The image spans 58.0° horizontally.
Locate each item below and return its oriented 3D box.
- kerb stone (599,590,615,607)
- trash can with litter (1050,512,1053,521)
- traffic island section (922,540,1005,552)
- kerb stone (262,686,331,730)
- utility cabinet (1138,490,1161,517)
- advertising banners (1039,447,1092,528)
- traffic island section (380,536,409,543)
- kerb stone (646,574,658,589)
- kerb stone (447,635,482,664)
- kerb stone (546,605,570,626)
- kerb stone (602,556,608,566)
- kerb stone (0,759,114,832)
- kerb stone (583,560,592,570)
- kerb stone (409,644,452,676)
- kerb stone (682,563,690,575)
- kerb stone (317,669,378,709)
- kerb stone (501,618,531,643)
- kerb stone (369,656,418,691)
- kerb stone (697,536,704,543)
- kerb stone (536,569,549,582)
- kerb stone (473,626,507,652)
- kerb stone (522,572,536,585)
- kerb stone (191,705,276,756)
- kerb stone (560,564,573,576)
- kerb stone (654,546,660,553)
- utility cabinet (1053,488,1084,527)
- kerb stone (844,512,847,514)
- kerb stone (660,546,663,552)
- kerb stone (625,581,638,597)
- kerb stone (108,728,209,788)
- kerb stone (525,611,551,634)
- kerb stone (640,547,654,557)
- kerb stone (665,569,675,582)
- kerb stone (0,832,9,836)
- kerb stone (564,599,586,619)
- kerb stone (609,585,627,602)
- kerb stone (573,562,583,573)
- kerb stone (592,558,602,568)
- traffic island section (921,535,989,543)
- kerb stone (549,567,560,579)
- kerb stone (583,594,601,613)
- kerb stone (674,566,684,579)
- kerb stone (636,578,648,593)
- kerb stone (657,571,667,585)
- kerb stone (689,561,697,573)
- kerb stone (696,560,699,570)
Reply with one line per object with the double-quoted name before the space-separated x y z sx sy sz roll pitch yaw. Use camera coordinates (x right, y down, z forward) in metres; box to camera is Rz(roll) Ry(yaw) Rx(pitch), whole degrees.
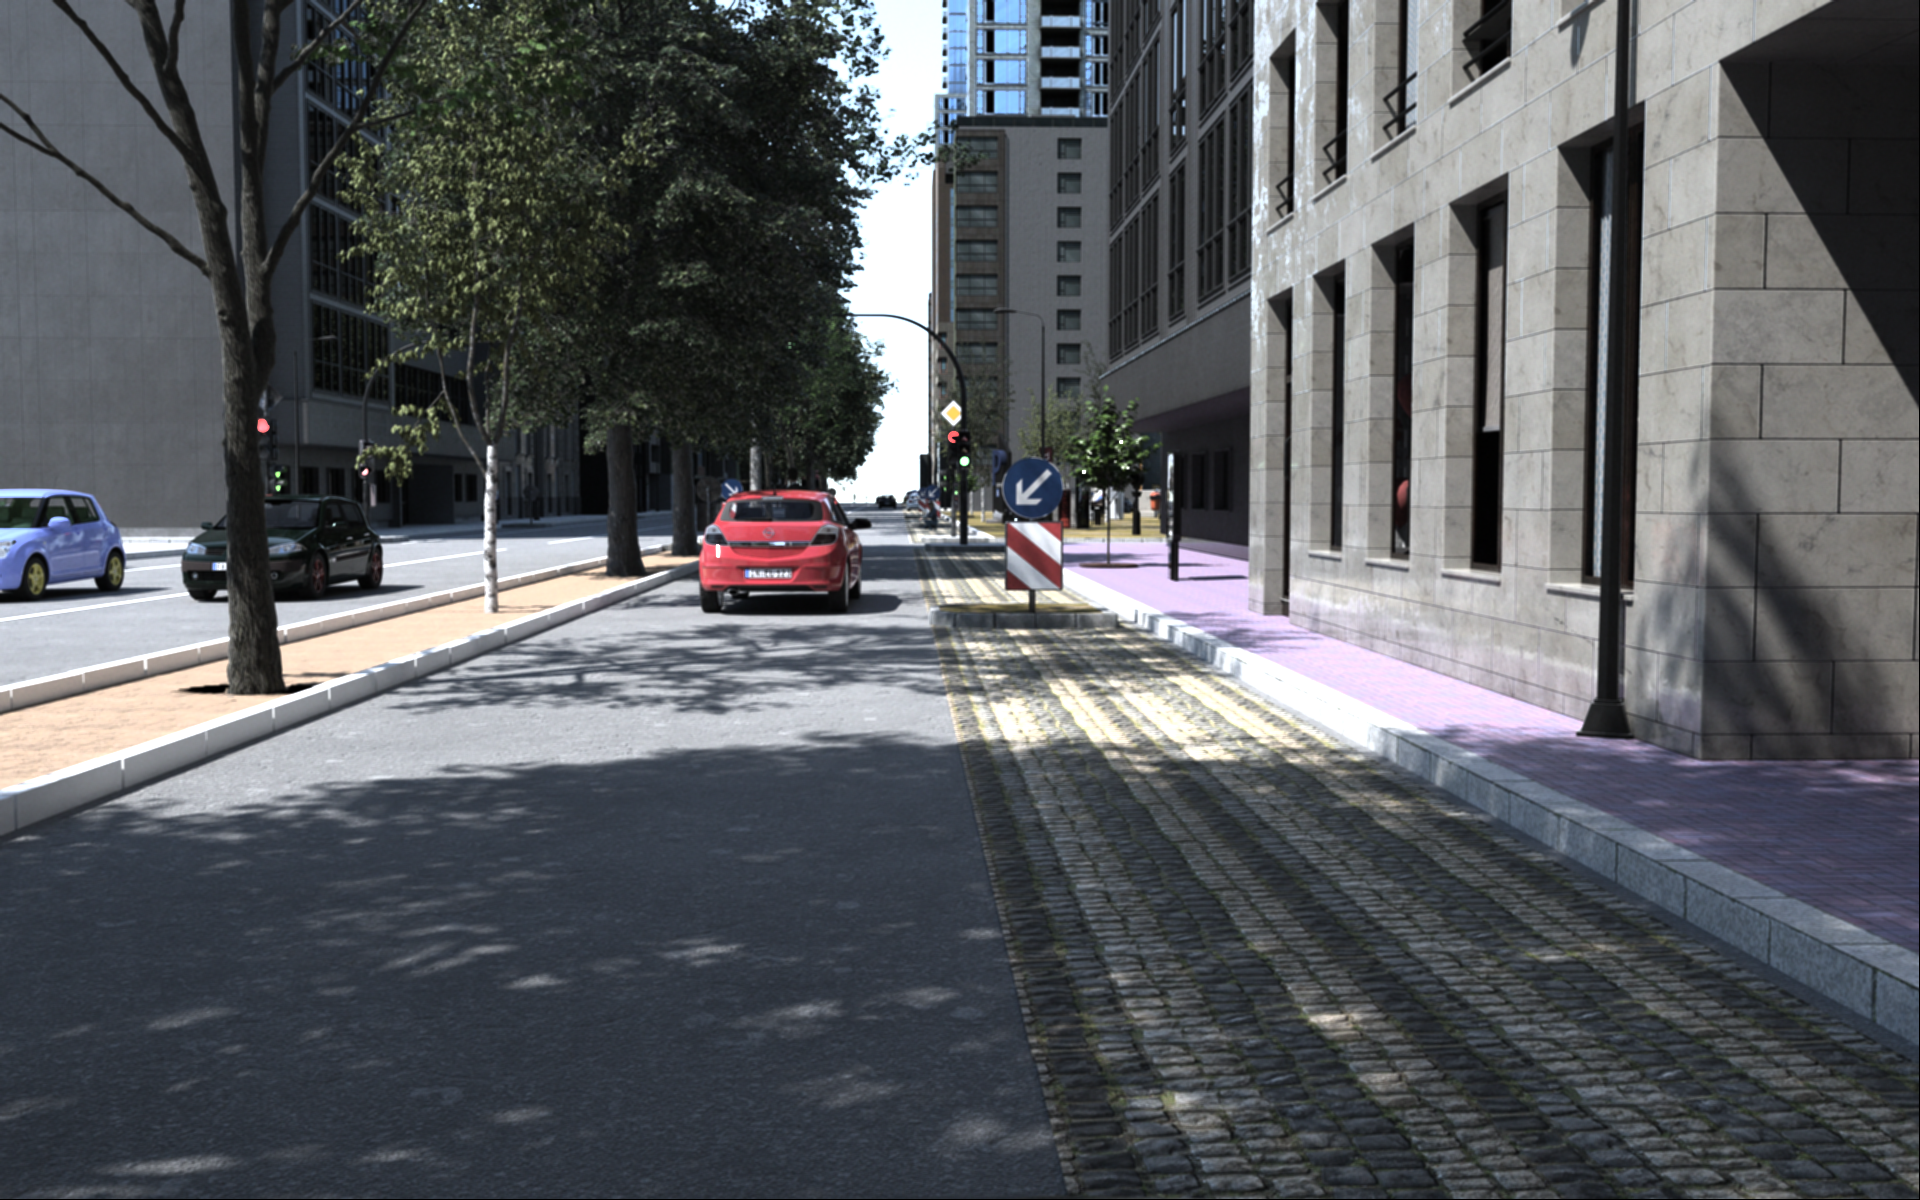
"kerb stone" -4.615 0.002 22.253 0.120 0.150 1.000 0 4 -2
"trash can with litter" 3.587 -3.409 67.120 1.055 1.170 0.624 0 4 -3
"traffic island section" 0.111 -1.329 44.005 2.009 0.180 2.903 0 4 -2
"kerb stone" -4.224 0.691 10.971 0.120 0.150 1.000 0 4 -2
"utility cabinet" 10.242 -5.237 94.311 0.318 1.500 1.173 -3 5 -41
"advertising banners" 3.941 -4.198 64.829 2.074 3.025 0.090 -1 4 -14
"traffic island section" -17.602 -1.780 51.376 2.009 0.180 2.903 0 4 -2
"kerb stone" -4.761 -0.254 26.351 0.120 0.150 1.000 0 4 -2
"kerb stone" -4.364 0.441 15.072 0.120 0.150 1.000 0 4 -2
"kerb stone" -4.506 0.186 19.168 0.120 0.150 1.000 0 4 -2
"kerb stone" -7.148 -0.753 34.499 0.120 0.150 1.000 0 4 -2
"kerb stone" -4.109 0.874 7.901 0.120 0.150 1.000 0 4 -2
"kerb stone" -7.081 -0.627 32.440 0.120 0.150 1.000 0 4 -2
"kerb stone" -4.331 0.498 14.049 0.120 0.150 1.000 0 4 -2
"kerb stone" -4.908 -0.506 30.465 0.120 0.150 1.000 0 4 -2
"kerb stone" -4.261 0.624 12.001 0.120 0.150 1.000 0 4 -2
"kerb stone" -4.429 0.310 17.120 0.120 0.150 1.000 0 4 -2
"kerb stone" -4.298 0.561 13.023 0.120 0.150 1.000 0 4 -2
"kerb stone" -7.786 -1.850 52.539 0.120 0.150 1.000 0 4 -2
"kerb stone" -6.932 -0.376 28.349 0.120 0.150 1.000 0 4 -2
"kerb stone" -4.404 0.375 16.095 0.120 0.150 1.000 0 4 -2
"kerb stone" -6.898 -0.314 27.328 0.120 0.150 1.000 0 4 -2
"kerb stone" -4.187 0.753 9.944 0.120 0.150 1.000 0 4 -2
"kerb stone" -6.999 -0.501 30.393 0.120 0.150 1.000 0 4 -2
"kerb stone" -7.412 -1.191 41.663 0.120 0.150 1.000 0 4 -2
"utility cabinet" 4.113 -3.494 65.799 1.173 1.500 0.318 0 4 2
"kerb stone" -8.259 -6.303 125.262 0.120 0.150 1.000 0 4 -2
"kerb stone" -7.434 -1.253 42.685 0.120 0.150 1.000 0 4 -2
"kerb stone" -4.692 -0.127 24.297 0.120 0.150 1.000 0 4 -2
"kerb stone" -4.144 0.815 8.923 0.120 0.150 1.000 0 4 -2
"kerb stone" -4.470 0.249 18.142 0.120 0.150 1.000 0 4 -2
"kerb stone" -7.372 -1.124 40.642 0.120 0.150 1.000 0 4 -2
"kerb stone" -4.841 -0.380 28.408 0.120 0.150 1.000 0 4 -2
"kerb stone" -4.069 0.937 6.874 0.120 0.150 1.000 0 4 -2
"kerb stone" -4.546 0.123 20.189 0.120 0.150 1.000 0 4 -2
"kerb stone" -4.655 -0.066 23.276 0.120 0.150 1.000 0 4 -2
"kerb stone" -7.043 -0.564 31.418 0.120 0.150 1.000 0 4 -2
"kerb stone" -7.119 -0.689 33.466 0.120 0.150 1.000 0 4 -2
"traffic island section" -0.171 -1.817 51.985 2.009 0.180 2.903 0 4 -2
"kerb stone" -6.978 -0.437 29.371 0.120 0.150 1.000 0 4 -2
"kerb stone" -4.576 0.060 21.227 0.120 0.150 1.000 0 4 -2
"kerb stone" -4.862 -0.442 29.432 0.120 0.150 1.000 0 4 -2
"kerb stone" -4.726 -0.192 25.327 0.120 0.150 1.000 0 4 -2
"kerb stone" -4.802 -0.316 27.372 0.120 0.150 1.000 0 4 -2
"kerb stone" -4.943 -0.569 31.492 0.120 0.150 1.000 0 4 -2
"kerb stone" -4.993 -0.627 32.513 0.120 0.150 1.000 0 4 -2
